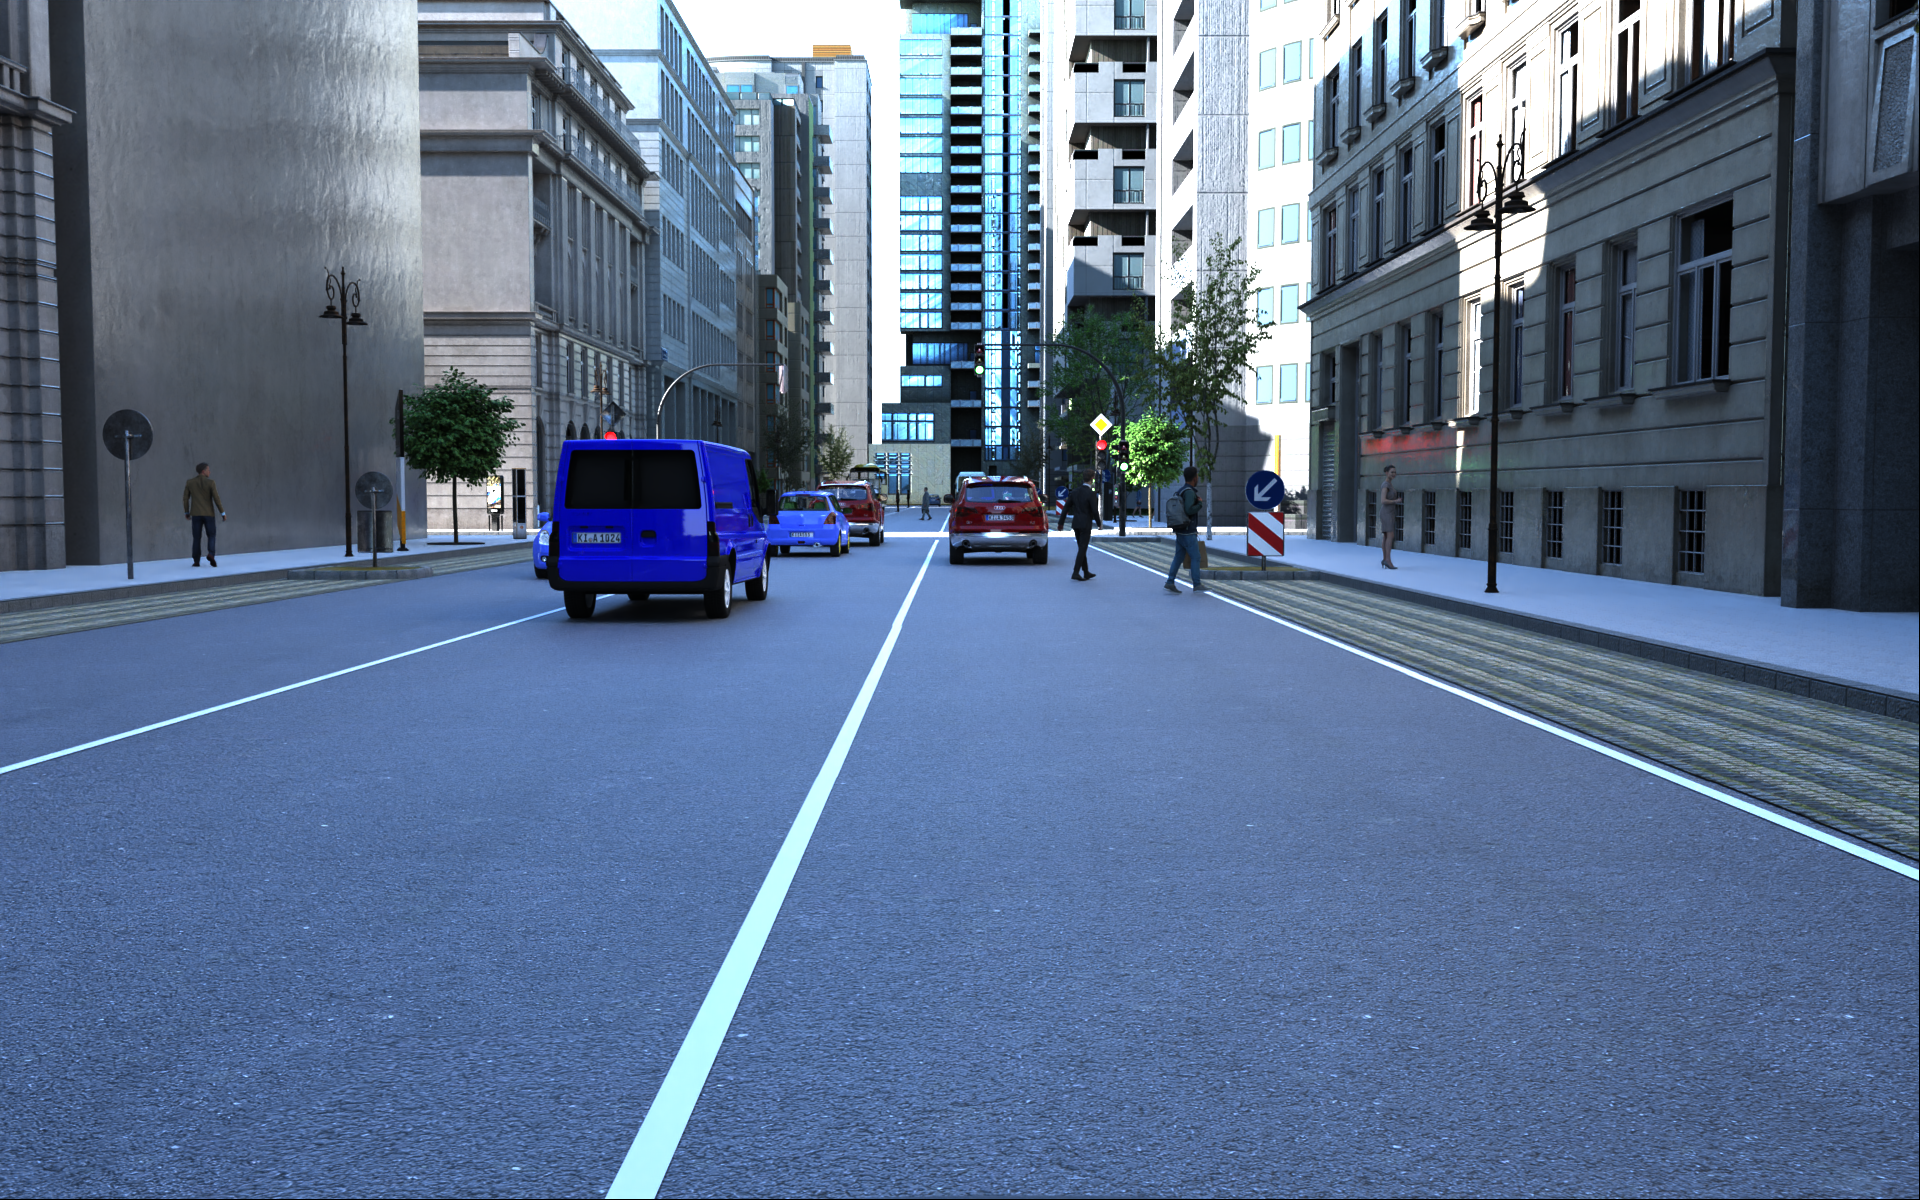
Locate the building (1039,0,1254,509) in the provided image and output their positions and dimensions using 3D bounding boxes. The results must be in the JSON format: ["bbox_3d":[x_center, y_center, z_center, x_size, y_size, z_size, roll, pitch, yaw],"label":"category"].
[{"bbox_3d":[19.487,-39.919,194.672,21.231,58.520,28.212,0,3,0],"label":"building"}]

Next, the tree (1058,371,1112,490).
[{"bbox_3d":[7.728,-9.205,100.861,4.737,8.622,4.395,0,3,0],"label":"tree"}]

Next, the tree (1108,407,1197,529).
[{"bbox_3d":[7.188,-4.948,64.607,4.285,4.588,4.351,0,3,0],"label":"tree"}]

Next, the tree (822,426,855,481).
[{"bbox_3d":[-13.130,-14.269,183.659,4.360,8.622,3.978,0,3,0],"label":"tree"}]

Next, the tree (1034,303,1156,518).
[{"bbox_3d":[7.855,-10.247,93.299,9.928,11.665,9.643,0,3,0],"label":"tree"}]

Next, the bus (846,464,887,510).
[{"bbox_3d":[-7.625,-9.354,144.492,2.896,3.916,12.252,0,4,0],"label":"bus"}]

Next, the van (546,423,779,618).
[{"bbox_3d":[-3.579,-1.056,21.652,2.240,2.365,5.245,0,4,1],"label":"van"}]

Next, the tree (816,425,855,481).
[{"bbox_3d":[-12.783,-13.950,178.443,4.737,8.622,4.395,0,3,0],"label":"tree"}]

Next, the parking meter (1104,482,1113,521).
[{"bbox_3d":[7.128,-4.730,83.052,0.399,1.863,0.255,-3,5,-39],"label":"parking meter"}]

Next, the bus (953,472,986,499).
[{"bbox_3d":[0.926,-9.498,150.155,2.948,3.499,13.247,0,4,-1],"label":"bus"}]

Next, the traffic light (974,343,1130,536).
[{"bbox_3d":[2.804,-4.746,52.271,4.771,5.953,1.251,0,3,0],"label":"traffic light"}]

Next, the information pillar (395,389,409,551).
[{"bbox_3d":[-12.612,-2.916,39.038,0.183,3.616,0.504,-2,4,-29],"label":"information pillar"}]

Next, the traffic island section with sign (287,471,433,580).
[{"bbox_3d":[-10.173,-1.287,29.663,1.989,1.847,2.006,0,3,0],"label":"traffic island section with sign"}]

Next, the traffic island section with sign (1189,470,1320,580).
[{"bbox_3d":[4.957,-1.278,29.520,1.989,1.847,2.006,0,3,0],"label":"traffic island section with sign"}]

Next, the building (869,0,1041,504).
[{"bbox_3d":[3.794,-56.140,230.552,31.000,86.520,22.319,0,3,0],"label":"building"}]

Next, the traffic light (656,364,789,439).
[{"bbox_3d":[-8.378,-5.244,60.410,4.771,5.953,1.251,0,3,0],"label":"traffic light"}]

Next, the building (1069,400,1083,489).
[{"bbox_3d":[16.085,-28.207,144.773,14.154,41.232,14.086,0,3,0],"label":"building"}]

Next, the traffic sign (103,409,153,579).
[{"bbox_3d":[-12.511,-1.587,26.051,0.768,2.556,0.104,0,4,2],"label":"traffic sign"}]

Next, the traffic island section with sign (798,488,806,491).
[{"bbox_3d":[-10.214,-6.340,112.292,1.989,1.847,2.006,0,3,0],"label":"traffic island section with sign"}]

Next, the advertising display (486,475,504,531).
[{"bbox_3d":[-16.023,-3.334,59.719,0.123,1.923,0.974,-3,5,-45],"label":"advertising display"}]

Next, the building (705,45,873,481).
[{"bbox_3d":[-25.878,-42.134,230.885,28.212,58.520,21.231,0,3,0],"label":"building"}]

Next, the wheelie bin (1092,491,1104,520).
[{"bbox_3d":[6.771,-4.737,85.353,0.693,1.594,0.980,-1,4,-20],"label":"wheelie bin"}]

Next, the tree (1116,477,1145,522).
[{"bbox_3d":[7.737,-5.300,81.262,1.663,3.219,1.824,0,3,0],"label":"tree"}]

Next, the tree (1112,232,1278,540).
[{"bbox_3d":[6.705,-5.971,47.996,4.737,8.622,4.395,0,3,0],"label":"tree"}]

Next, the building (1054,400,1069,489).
[{"bbox_3d":[20.616,-31.283,166.104,22.147,44.769,28.867,0,3,0],"label":"building"}]

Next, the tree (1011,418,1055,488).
[{"bbox_3d":[7.203,-13.246,166.935,4.360,8.622,3.978,0,3,0],"label":"tree"}]

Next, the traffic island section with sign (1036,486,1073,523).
[{"bbox_3d":[4.916,-4.738,86.101,1.989,1.847,2.006,0,3,0],"label":"traffic island section with sign"}]

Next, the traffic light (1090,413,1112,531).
[{"bbox_3d":[4.892,-4.372,60.398,0.839,4.253,0.868,0,3,0],"label":"traffic light"}]

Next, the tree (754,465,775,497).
[{"bbox_3d":[-12.851,-7.267,113.411,1.663,3.219,1.824,0,3,0],"label":"tree"}]

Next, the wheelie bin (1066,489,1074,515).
[{"bbox_3d":[6.846,-5.893,104.253,0.980,1.594,0.693,0,4,7],"label":"wheelie bin"}]

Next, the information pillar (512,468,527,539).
[{"bbox_3d":[-12.563,-2.746,49.382,0.304,2.012,0.304,-3,4,-36],"label":"information pillar"}]

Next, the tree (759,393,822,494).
[{"bbox_3d":[-13.055,-11.045,130.947,4.360,8.622,3.978,0,3,0],"label":"tree"}]

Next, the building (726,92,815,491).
[{"bbox_3d":[-22.053,-29.862,171.839,14.154,41.232,14.086,0,3,0],"label":"building"}]

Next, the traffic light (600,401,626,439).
[{"bbox_3d":[-10.465,-3.882,52.389,0.839,4.253,0.868,0,3,0],"label":"traffic light"}]

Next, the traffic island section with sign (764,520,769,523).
[{"bbox_3d":[-10.188,-4.678,85.112,1.989,1.847,2.006,0,3,0],"label":"traffic island section with sign"}]

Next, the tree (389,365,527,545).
[{"bbox_3d":[-12.820,-3.701,44.226,4.285,4.588,4.351,0,3,0],"label":"tree"}]

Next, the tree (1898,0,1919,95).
[{"bbox_3d":[7.141,-3.619,9.526,4.360,8.622,3.978,0,3,0],"label":"tree"}]

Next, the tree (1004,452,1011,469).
[{"bbox_3d":[7.917,-16.078,213.229,4.360,8.622,3.978,0,3,0],"label":"tree"}]

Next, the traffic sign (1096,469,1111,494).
[{"bbox_3d":[6.894,-5.114,83.717,0.768,2.556,0.104,0,4,3],"label":"traffic sign"}]

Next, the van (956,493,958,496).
[{"bbox_3d":[0.936,-5.763,98.615,2.240,2.365,5.245,0,4,-2],"label":"van"}]
